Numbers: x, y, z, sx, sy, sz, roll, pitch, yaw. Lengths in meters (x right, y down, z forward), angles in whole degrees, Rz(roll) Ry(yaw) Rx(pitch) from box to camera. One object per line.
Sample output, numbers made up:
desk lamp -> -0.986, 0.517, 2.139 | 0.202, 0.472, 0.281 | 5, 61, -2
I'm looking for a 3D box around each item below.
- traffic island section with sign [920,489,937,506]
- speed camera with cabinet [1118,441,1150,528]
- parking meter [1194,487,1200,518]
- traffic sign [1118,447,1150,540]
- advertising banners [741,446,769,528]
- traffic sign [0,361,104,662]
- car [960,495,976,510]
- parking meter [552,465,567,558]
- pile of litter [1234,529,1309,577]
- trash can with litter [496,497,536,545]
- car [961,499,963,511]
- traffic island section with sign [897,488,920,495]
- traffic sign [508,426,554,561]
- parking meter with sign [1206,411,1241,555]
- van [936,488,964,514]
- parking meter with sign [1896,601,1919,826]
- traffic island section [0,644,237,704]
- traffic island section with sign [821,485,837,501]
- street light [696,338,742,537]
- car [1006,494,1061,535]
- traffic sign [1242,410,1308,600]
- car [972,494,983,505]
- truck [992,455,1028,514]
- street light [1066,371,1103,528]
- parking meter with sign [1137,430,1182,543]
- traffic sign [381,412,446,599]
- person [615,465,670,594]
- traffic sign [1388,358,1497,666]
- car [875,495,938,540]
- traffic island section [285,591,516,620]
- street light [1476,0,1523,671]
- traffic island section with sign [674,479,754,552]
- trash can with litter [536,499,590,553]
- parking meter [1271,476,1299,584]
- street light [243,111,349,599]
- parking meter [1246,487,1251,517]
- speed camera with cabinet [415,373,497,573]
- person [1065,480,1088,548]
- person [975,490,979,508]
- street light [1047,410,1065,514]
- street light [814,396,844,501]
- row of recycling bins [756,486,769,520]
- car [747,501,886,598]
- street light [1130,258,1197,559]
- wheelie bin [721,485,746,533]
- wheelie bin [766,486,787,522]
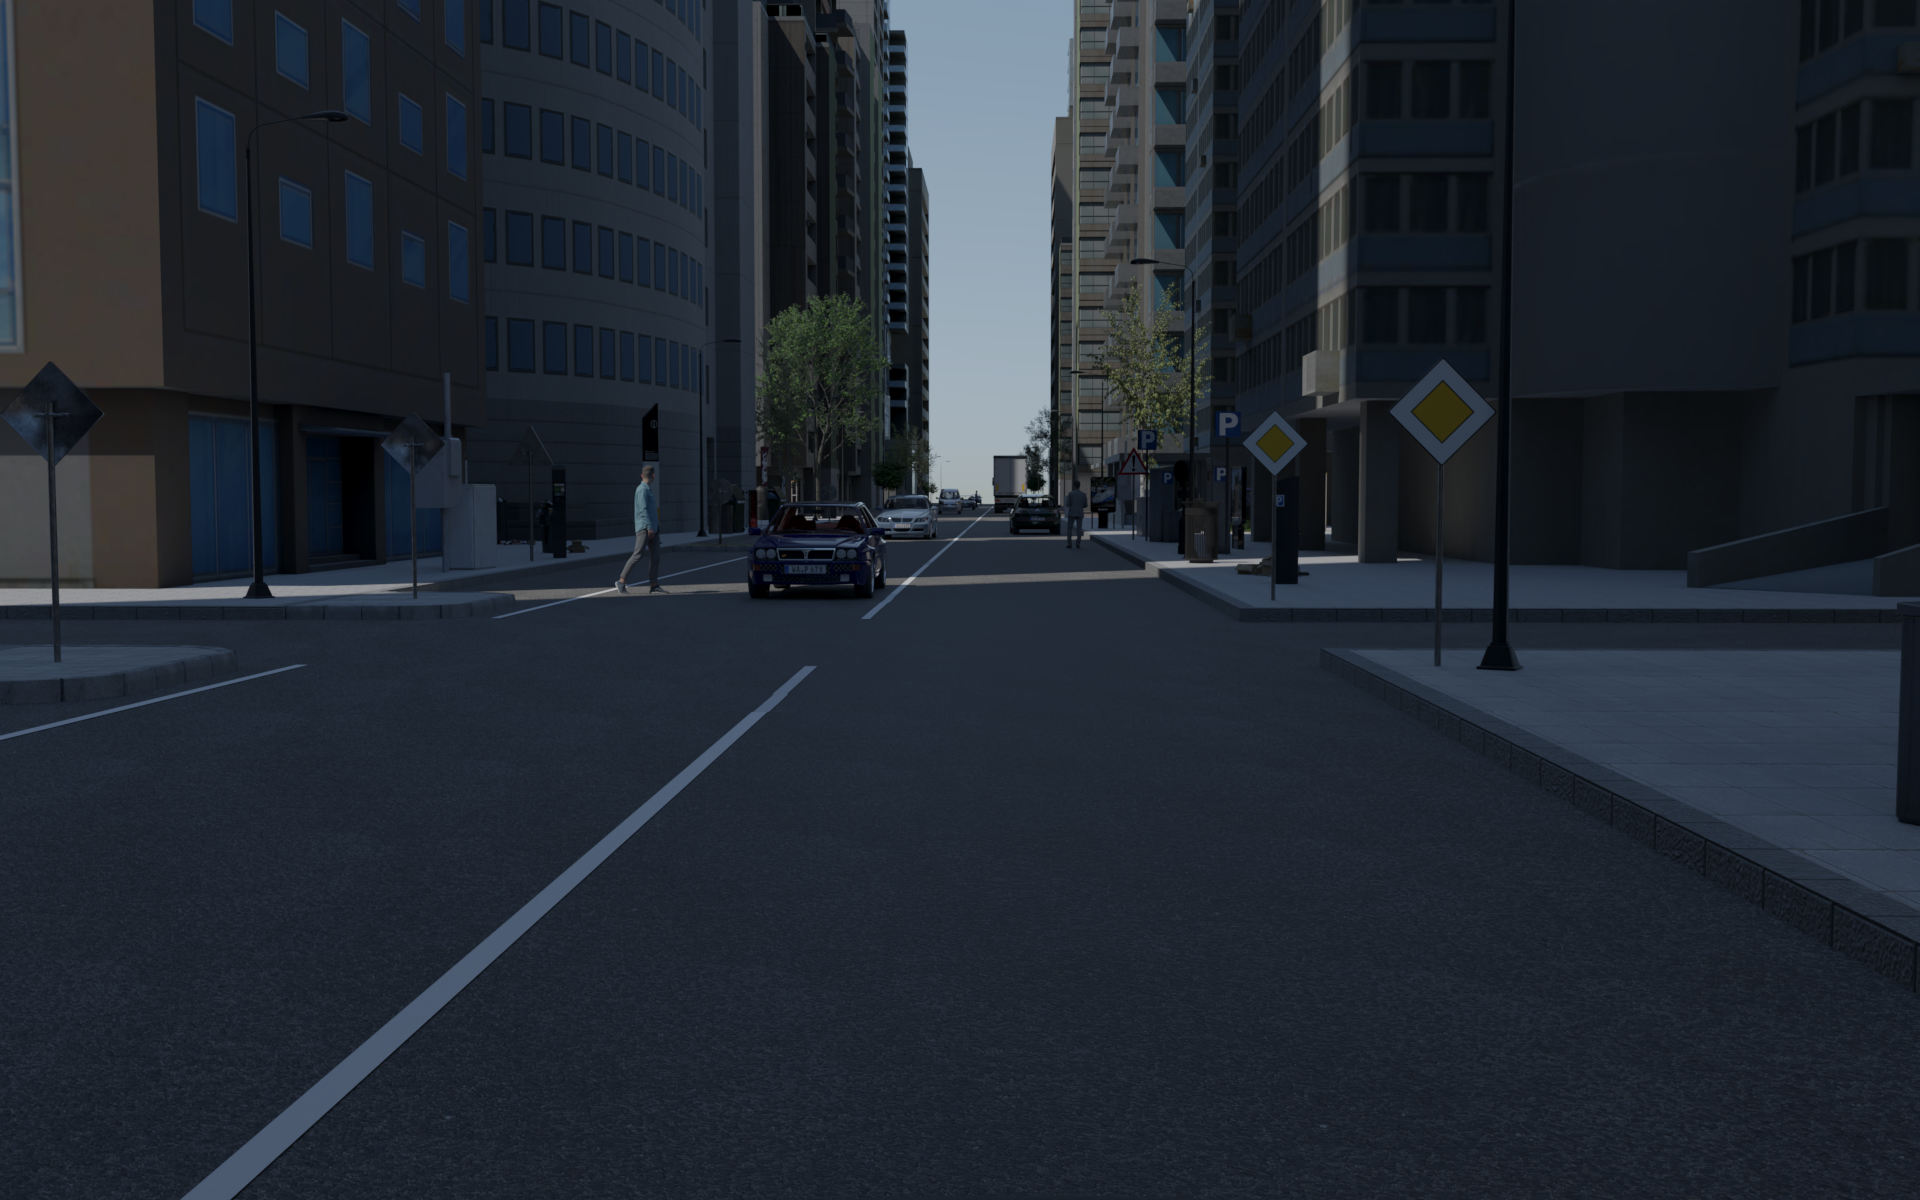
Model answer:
traffic island section with sign -> -3.252, -8.505, 147.691 | 1.989, 1.847, 2.006 | 0, 4, 2
speed camera with cabinet -> 6.789, -4.263, 64.040 | 2.038, 3.252, 0.660 | 3, 5, 44
parking meter -> 8.778, -3.448, 64.792 | 0.372, 1.533, 0.369 | 0, 3, 0
traffic sign -> 4.828, -2.946, 48.178 | 0.884, 2.594, 0.081 | 0, 4, 7
advertising banners -> -7.570, -4.094, 63.116 | 0.090, 3.025, 2.074 | 2, 4, 31
traffic sign -> -6.883, -0.582, 13.152 | 0.795, 2.450, 0.064 | 0, 4, 2
car -> 0.516, -8.783, 156.186 | 1.945, 1.354, 3.894 | 0, 4, 1
parking meter -> -8.017, -1.770, 34.644 | 0.255, 1.863, 0.399 | -1, 4, -15
pile of litter -> 4.956, -0.830, 27.531 | 1.176, 0.858, 1.719 | 1, 4, 10
trash can with litter -> -11.435, -2.007, 43.877 | 2.233, 1.210, 1.678 | 1, 4, 20
car -> -0.696, -8.346, 146.245 | 2.009, 1.686, 4.222 | 0, 4, 3
traffic island section with sign -> -3.997, -6.818, 120.096 | 1.989, 1.847, 2.006 | 0, 4, 2
traffic sign -> -8.170, -2.016, 32.973 | 0.884, 2.594, 0.081 | 0, 4, 2
parking meter with sign -> 5.608, -2.516, 37.394 | 0.543, 3.016, 1.738 | 0, 4, -2
van -> -0.735, -7.180, 124.406 | 2.013, 2.044, 4.112 | 0, 3, 0
parking meter with sign -> 4.522, -0.647, 6.844 | 1.738, 3.016, 0.543 | -1, 4, -23
traffic island section -> -6.907, 0.555, 13.214 | 2.009, 0.180, 2.903 | 0, 4, 2
traffic island section with sign -> -5.334, -3.817, 71.038 | 1.989, 1.847, 2.006 | 0, 4, 2
street light -> -7.212, -4.850, 51.837 | 1.470, 5.913, 1.316 | 0, 4, 2
car -> 2.692, -3.225, 62.516 | 2.009, 1.686, 4.222 | 0, 4, 0
traffic sign -> 3.774, -1.051, 20.830 | 0.795, 2.450, 0.064 | 0, 4, 2
car -> 2.149, -13.875, 238.865 | 2.014, 1.417, 4.499 | 0, 4, 1
truck -> 3.789, -8.677, 130.778 | 2.839, 4.237, 11.283 | 0, 4, 2
street light -> 4.817, -5.670, 65.241 | 1.470, 5.913, 1.316 | 0, 4, 2
parking meter with sign -> 5.373, -3.058, 46.255 | 0.543, 3.016, 1.738 | -1, 4, -21
traffic sign -> -6.665, -1.070, 21.134 | 0.795, 2.450, 0.064 | 0, 4, 2
person -> -4.547, -1.008, 24.835 | 0.748, 1.841, 0.638 | 1, 4, 11
traffic sign -> 3.557, -0.563, 12.848 | 0.795, 2.450, 0.064 | 0, 4, 2
car -> -1.689, -2.676, 55.752 | 2.014, 1.417, 4.499 | 0, 4, 3
traffic island section -> -6.689, 0.066, 21.196 | 2.009, 0.180, 2.903 | 0, 4, 2
street light -> 3.424, -2.448, 12.562 | 1.470, 5.913, 1.316 | 0, 4, 2
traffic island section with sign -> -6.074, -2.147, 43.738 | 1.989, 1.847, 2.006 | 0, 4, 2
trash can with litter -> -8.672, -1.617, 37.817 | 1.055, 1.170, 0.624 | -2, 4, -29
parking meter -> 4.644, -0.997, 24.715 | 0.372, 1.533, 0.369 | 0, 3, 0
street light -> -8.105, -2.974, 21.162 | 1.470, 5.913, 1.316 | 0, 4, 2
parking meter -> 10.674, -3.400, 64.002 | 0.372, 1.533, 0.369 | 0, 3, 0
speed camera with cabinet -> -8.463, -2.124, 29.061 | 0.660, 3.252, 2.038 | 1, 4, 8
person -> 3.060, -2.283, 46.020 | 0.606, 1.804, 0.583 | -1, 4, -19
person -> 1.782, -10.746, 184.179 | 0.705, 1.826, 1.348 | -1, 4, -16
street light -> 5.694, -7.546, 95.916 | 1.470, 5.913, 1.316 | 0, 4, 2
street light -> -6.377, -6.726, 82.513 | 1.470, 5.913, 1.316 | 0, 4, 2
row of recycling bins -> -10.754, -4.824, 85.983 | 3.534, 1.692, 1.069 | 3, 5, 41
car -> -2.019, -0.764, 25.064 | 1.945, 1.354, 3.894 | 0, 4, 1
street light -> 4.051, -3.774, 34.247 | 1.470, 5.913, 1.316 | 0, 4, 2
wheelie bin -> -7.507, -3.005, 57.039 | 0.693, 1.594, 0.980 | 1, 4, 21
wheelie bin -> -7.467, -3.814, 70.263 | 0.693, 1.594, 0.980 | 1, 4, 20
